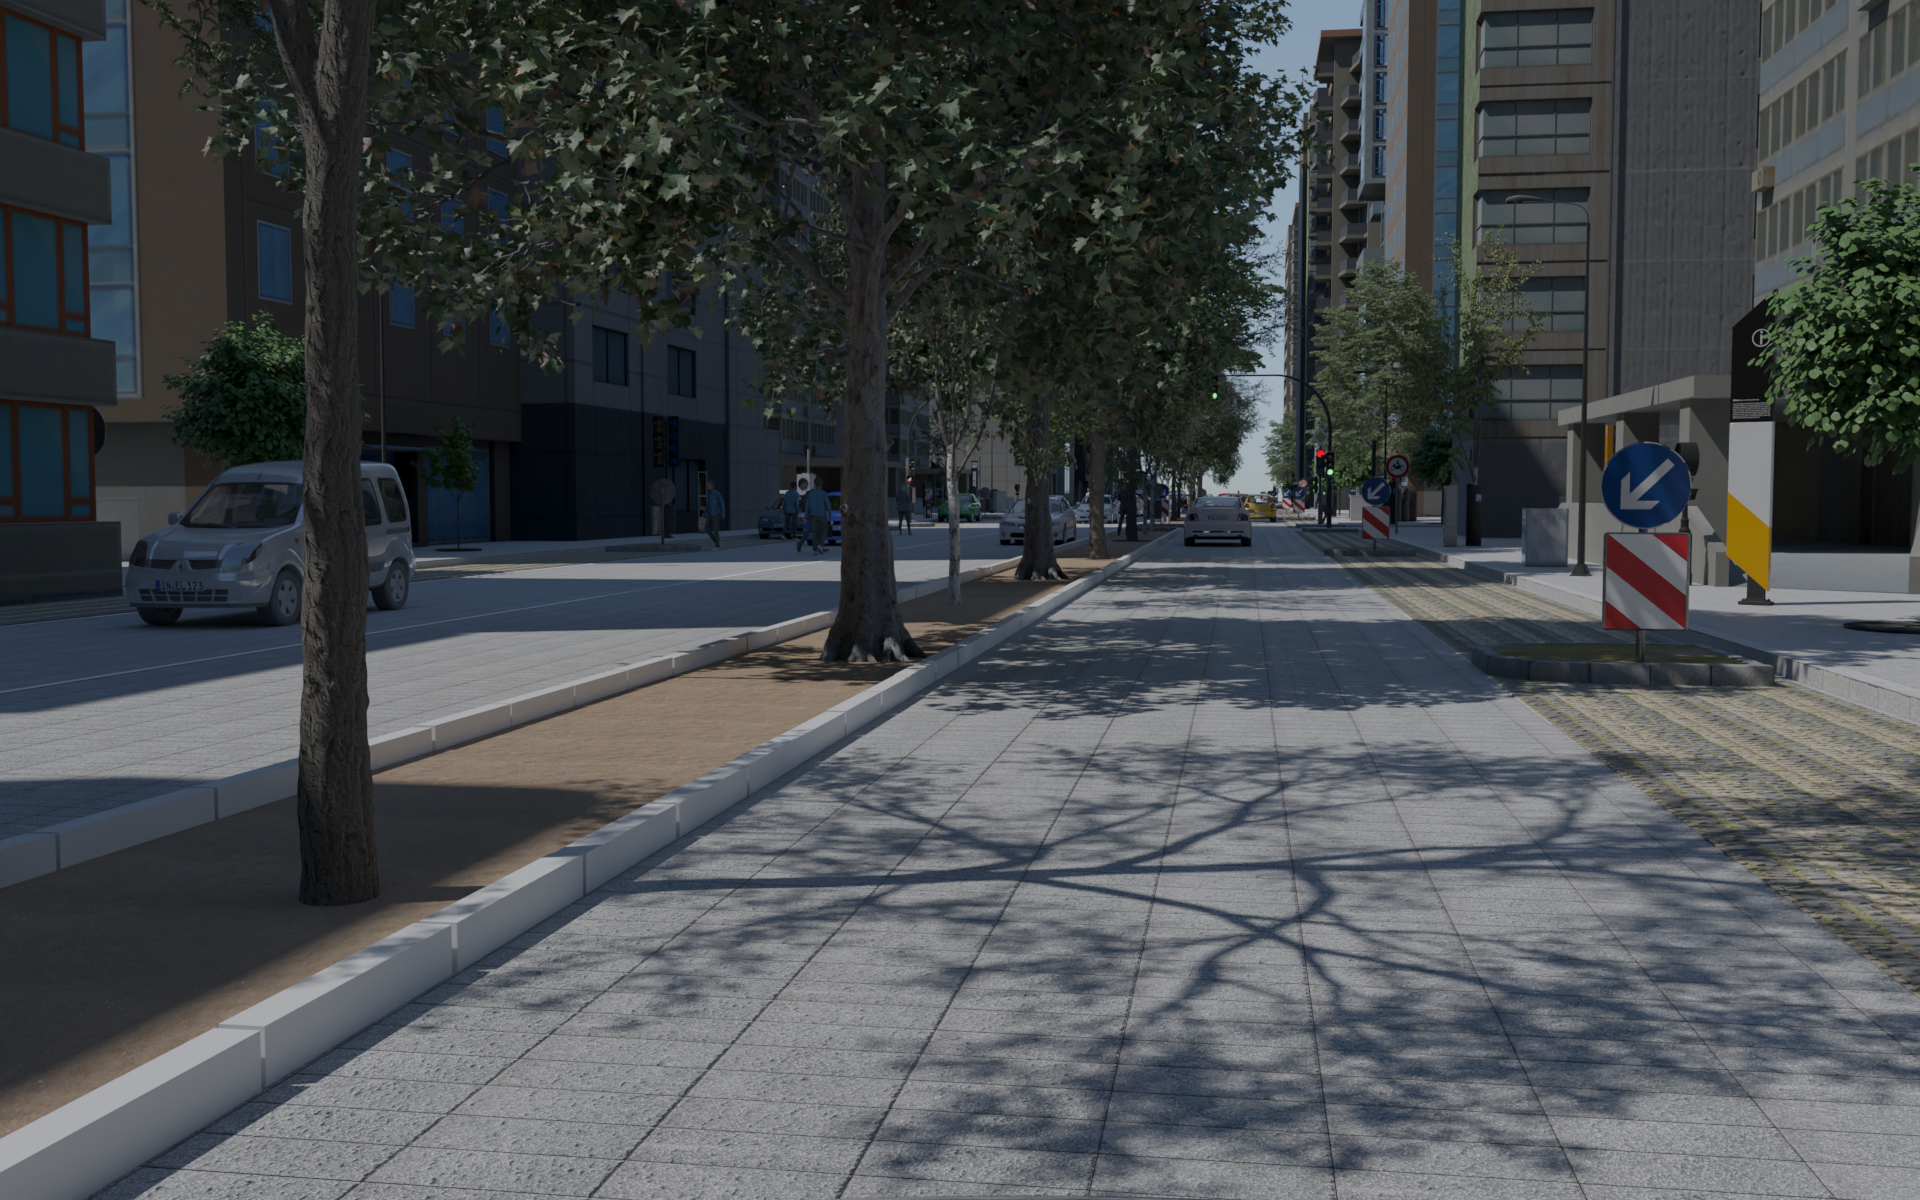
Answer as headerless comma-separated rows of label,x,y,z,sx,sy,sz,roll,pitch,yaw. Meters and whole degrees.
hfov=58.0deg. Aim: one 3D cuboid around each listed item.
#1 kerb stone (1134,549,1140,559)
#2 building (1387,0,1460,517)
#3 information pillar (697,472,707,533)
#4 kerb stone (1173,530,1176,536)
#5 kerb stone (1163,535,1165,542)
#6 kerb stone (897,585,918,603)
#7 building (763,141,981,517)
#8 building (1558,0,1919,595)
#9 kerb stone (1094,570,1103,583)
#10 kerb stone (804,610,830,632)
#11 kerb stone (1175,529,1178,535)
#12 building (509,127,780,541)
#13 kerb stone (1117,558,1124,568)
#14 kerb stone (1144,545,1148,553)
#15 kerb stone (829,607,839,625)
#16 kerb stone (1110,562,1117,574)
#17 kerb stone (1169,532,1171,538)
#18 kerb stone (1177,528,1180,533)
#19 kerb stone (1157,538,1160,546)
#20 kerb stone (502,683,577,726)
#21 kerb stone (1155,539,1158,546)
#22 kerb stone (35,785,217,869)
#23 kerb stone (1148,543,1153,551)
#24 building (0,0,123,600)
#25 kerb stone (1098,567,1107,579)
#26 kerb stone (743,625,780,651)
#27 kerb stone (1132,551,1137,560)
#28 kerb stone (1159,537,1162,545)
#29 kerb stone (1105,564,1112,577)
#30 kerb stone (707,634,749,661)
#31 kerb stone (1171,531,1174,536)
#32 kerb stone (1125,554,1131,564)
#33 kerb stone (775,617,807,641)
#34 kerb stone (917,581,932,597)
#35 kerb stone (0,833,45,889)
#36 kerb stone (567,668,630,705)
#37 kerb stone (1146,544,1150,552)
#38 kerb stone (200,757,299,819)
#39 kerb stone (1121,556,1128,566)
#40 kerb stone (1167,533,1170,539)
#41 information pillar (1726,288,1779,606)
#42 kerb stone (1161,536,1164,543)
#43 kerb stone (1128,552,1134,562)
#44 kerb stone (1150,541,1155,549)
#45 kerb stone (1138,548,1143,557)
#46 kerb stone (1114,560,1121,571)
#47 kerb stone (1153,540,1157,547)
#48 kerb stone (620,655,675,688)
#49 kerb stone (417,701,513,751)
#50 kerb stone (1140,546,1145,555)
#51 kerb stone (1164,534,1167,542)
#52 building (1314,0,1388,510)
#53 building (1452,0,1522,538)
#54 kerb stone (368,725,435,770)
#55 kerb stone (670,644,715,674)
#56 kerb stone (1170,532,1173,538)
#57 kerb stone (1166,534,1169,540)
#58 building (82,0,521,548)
kerb stone,3.819,-0.964,38.081,0.120,0.150,1.000,1,4,9
building,32.151,-27.487,99.528,14.600,45.320,14.200,1,4,9
information pillar,-8.424,-3.187,56.597,0.304,2.012,0.304,-1,4,-15
kerb stone,6.971,-2.149,57.334,0.120,0.150,1.000,1,4,9
kerb stone,5.802,-1.715,50.232,0.120,0.150,1.000,1,4,9
kerb stone,-0.744,-0.059,23.239,0.120,0.150,1.000,1,4,9
building,-15.286,-26.330,122.372,32.217,40.220,23.993,1,4,9
building,27.447,-20.493,26.943,32.217,40.220,23.993,1,4,9
kerb stone,2.161,-0.352,27.958,0.120,0.150,1.000,1,4,9
kerb stone,-1.566,0.245,18.185,0.120,0.150,1.000,1,4,9
kerb stone,7.295,-2.266,59.356,0.120,0.150,1.000,1,4,9
building,-18.786,-37.814,56.513,20.611,71.187,20.563,1,4,9
kerb stone,2.991,-0.660,33.024,0.120,0.150,1.000,1,4,9
kerb stone,4.314,-1.157,41.118,0.120,0.150,1.000,1,4,9
kerb stone,-1.403,0.184,19.194,0.120,0.150,1.000,1,4,9
kerb stone,2.663,-0.532,30.989,0.120,0.150,1.000,1,4,9
kerb stone,6.458,-1.961,54.295,0.120,0.150,1.000,1,4,9
kerb stone,7.625,-2.392,61.375,0.120,0.150,1.000,1,4,9
kerb stone,5.306,-1.528,47.204,0.120,0.150,1.000,1,4,9
kerb stone,-2.724,0.678,11.114,0.120,0.150,1.000,1,4,9
kerb stone,5.139,-1.460,46.189,0.120,0.150,1.000,1,4,9
kerb stone,-3.391,0.926,7.070,0.120,0.150,1.000,1,4,9
kerb stone,4.646,-1.278,43.141,0.120,0.150,1.000,1,4,9
building,-27.707,-10.187,11.605,27.650,21.520,28.899,1,4,9
kerb stone,2.322,-0.414,28.969,0.120,0.150,1.000,1,4,9
kerb stone,-1.899,0.369,16.168,0.120,0.150,1.000,1,4,9
kerb stone,3.645,-0.910,37.073,0.120,0.150,1.000,1,4,9
kerb stone,5.470,-1.590,48.213,0.120,0.150,1.000,1,4,9
kerb stone,2.493,-0.475,29.980,0.120,0.150,1.000,1,4,9
kerb stone,-2.068,0.431,15.155,0.120,0.150,1.000,1,4,9
kerb stone,6.801,-2.087,56.326,0.120,0.150,1.000,1,4,9
kerb stone,3.321,-0.784,35.042,0.120,0.150,1.000,1,4,9
kerb stone,-1.731,0.307,17.176,0.120,0.150,1.000,1,4,9
kerb stone,-0.570,-0.124,24.252,0.120,0.150,1.000,1,4,9
kerb stone,-3.552,0.988,6.054,0.120,0.150,1.000,1,4,9
kerb stone,-2.562,0.617,12.123,0.120,0.150,1.000,1,4,9
kerb stone,4.472,-1.219,42.133,0.120,0.150,1.000,1,4,9
kerb stone,-3.224,0.864,8.079,0.120,0.150,1.000,1,4,9
kerb stone,3.150,-0.724,34.034,0.120,0.150,1.000,1,4,9
kerb stone,6.300,-1.901,53.277,0.120,0.150,1.000,1,4,9
information pillar,9.140,-1.750,19.965,0.504,3.616,0.183,3,5,43
kerb stone,5.645,-1.653,49.221,0.120,0.150,1.000,1,4,9
kerb stone,3.478,-0.848,36.054,0.120,0.150,1.000,1,4,9
kerb stone,4.813,-1.343,44.149,0.120,0.150,1.000,1,4,9
kerb stone,3.980,-1.034,39.097,0.120,0.150,1.000,1,4,9
kerb stone,2.825,-0.600,31.998,0.120,0.150,1.000,1,4,9
kerb stone,4.975,-1.405,45.172,0.120,0.150,1.000,1,4,9
kerb stone,-2.401,0.554,13.133,0.120,0.150,1.000,1,4,9
kerb stone,-2.887,0.740,10.104,0.120,0.150,1.000,1,4,9
kerb stone,4.146,-1.095,40.106,0.120,0.150,1.000,1,4,9
kerb stone,5.973,-1.777,51.252,0.120,0.150,1.000,1,4,9
building,38.739,-49.876,128.144,22.319,86.520,31.000,1,4,9
building,22.983,-22.715,54.986,14.154,41.232,14.086,1,4,9
kerb stone,-3.060,0.811,9.098,0.120,0.150,1.000,1,4,9
kerb stone,-2.227,0.498,14.144,0.120,0.150,1.000,1,4,9
kerb stone,6.633,-2.025,55.310,0.120,0.150,1.000,1,4,9
kerb stone,6.140,-1.835,52.260,0.120,0.150,1.000,1,4,9
building,-19.806,-23.872,40.425,14.600,45.320,14.200,1,4,9
